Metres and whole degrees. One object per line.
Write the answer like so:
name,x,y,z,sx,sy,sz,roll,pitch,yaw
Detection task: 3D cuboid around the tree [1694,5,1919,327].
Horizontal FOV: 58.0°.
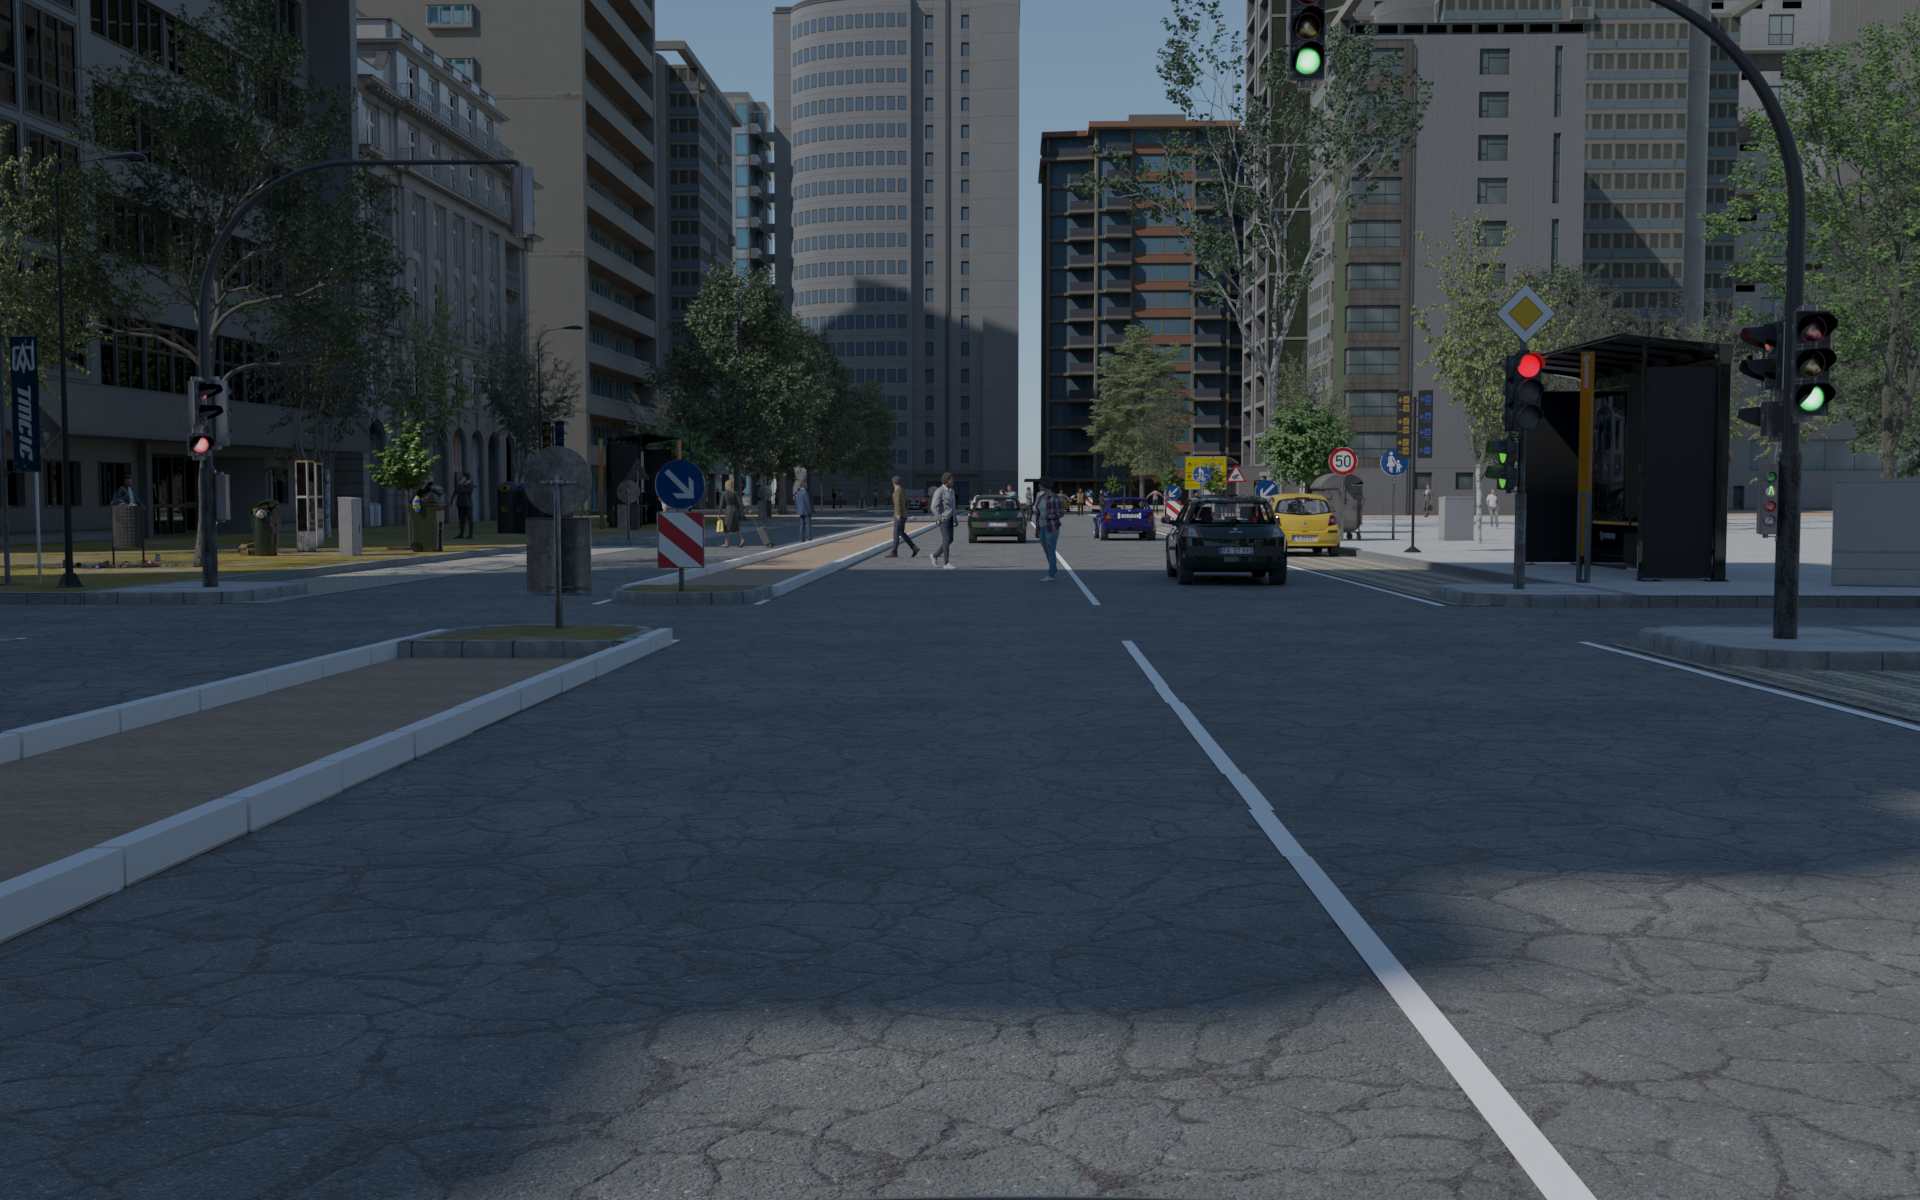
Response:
tree,19.651,-6.749,36.096,9.928,11.665,9.643,0,3,0

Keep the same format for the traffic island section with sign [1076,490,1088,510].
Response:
traffic island section with sign,11.222,-8.796,152.444,1.989,1.847,2.006,0,4,2

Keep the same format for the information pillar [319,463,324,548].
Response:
information pillar,-15.252,-2.227,40.910,0.304,2.012,0.304,1,4,9

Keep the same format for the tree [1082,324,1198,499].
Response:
tree,12.119,-12.125,116.378,7.486,12.596,7.792,0,3,0

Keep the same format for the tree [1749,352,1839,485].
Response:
tree,37.072,-7.798,77.862,4.737,8.622,4.395,0,3,0

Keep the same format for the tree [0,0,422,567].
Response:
tree,-13.039,-5.864,30.289,7.601,10.594,8.767,-1,4,-13

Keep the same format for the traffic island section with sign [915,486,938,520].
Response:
traffic island section with sign,-1.533,-5.526,98.481,2.006,1.907,1.989,0,4,2

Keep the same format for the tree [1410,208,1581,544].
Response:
tree,13.439,-5.750,44.372,4.737,8.622,4.395,0,3,0

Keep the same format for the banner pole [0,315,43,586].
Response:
banner pole,-13.199,-2.093,24.240,0.863,3.779,0.401,1,4,15

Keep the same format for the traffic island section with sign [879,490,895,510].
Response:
traffic island section with sign,-6.383,-8.829,152.989,1.989,1.847,2.006,0,4,2

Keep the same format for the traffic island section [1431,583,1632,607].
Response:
traffic island section,7.573,-0.068,23.395,2.009,0.180,2.903,0,4,2

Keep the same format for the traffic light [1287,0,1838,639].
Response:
traffic light,5.214,-2.480,15.218,4.771,5.953,1.251,0,4,2

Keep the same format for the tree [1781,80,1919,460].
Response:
tree,28.426,-8.705,48.986,9.857,13.997,8.962,0,3,0

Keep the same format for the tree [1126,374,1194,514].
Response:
tree,12.298,-9.488,105.497,4.360,8.622,3.978,0,3,0

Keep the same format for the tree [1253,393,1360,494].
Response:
tree,11.349,-4.470,56.804,4.285,4.588,4.351,0,3,0

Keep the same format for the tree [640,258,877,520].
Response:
tree,-10.787,-10.223,84.149,9.611,12.733,9.660,0,3,0

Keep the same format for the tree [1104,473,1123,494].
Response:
tree,14.124,-10.024,158.489,1.663,3.219,1.824,0,3,0

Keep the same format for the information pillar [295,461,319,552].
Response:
information pillar,-14.400,-2.057,38.123,0.304,2.012,0.304,1,4,11

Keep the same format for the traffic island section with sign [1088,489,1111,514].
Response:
traffic island section with sign,10.468,-7.148,125.499,1.989,1.847,2.006,0,4,2

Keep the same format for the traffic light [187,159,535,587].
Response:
traffic light,-8.228,-3.002,23.745,4.771,5.953,1.251,0,4,2

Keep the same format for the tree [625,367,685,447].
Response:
tree,-16.283,-8.899,95.867,4.360,8.622,3.978,0,3,0

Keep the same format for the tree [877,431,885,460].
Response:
tree,-10.835,-11.559,105.995,9.611,12.733,9.660,0,3,0

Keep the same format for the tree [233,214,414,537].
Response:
tree,-16.650,-5.759,44.524,4.360,8.622,3.978,0,3,0

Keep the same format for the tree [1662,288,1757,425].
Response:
tree,26.181,-6.782,61.245,4.360,8.622,3.978,0,3,0

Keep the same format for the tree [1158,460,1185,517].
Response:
tree,11.952,-6.263,97.005,1.663,3.219,1.824,0,3,0

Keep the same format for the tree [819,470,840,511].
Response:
tree,-10.169,-10.967,129.673,4.737,8.622,4.395,0,3,0

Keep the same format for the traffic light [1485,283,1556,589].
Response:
traffic light,7.533,-2.102,23.282,0.839,4.253,0.868,0,4,2

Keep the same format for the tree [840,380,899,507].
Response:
tree,-9.333,-15.515,171.789,7.486,12.596,7.792,0,3,0

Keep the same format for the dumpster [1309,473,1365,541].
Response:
dumpster,10.494,-2.593,48.162,1.264,1.857,1.865,0,4,2

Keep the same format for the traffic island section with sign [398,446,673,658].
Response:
traffic island section with sign,-3.866,-0.479,15.968,2.006,1.907,1.989,0,4,2

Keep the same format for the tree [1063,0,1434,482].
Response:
tree,10.756,-12.895,66.716,12.611,20.169,13.585,0,3,0

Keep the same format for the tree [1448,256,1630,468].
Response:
tree,28.661,-10.220,84.105,9.611,12.733,9.660,0,3,0

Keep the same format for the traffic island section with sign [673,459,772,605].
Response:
traffic island section with sign,-3.647,-0.932,23.372,2.006,1.907,1.989,0,4,2

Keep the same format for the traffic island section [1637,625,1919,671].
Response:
traffic island section,7.347,0.420,15.413,2.009,0.180,2.903,0,4,2

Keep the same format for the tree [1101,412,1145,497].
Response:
tree,13.791,-11.761,142.651,4.737,8.622,4.395,0,3,0

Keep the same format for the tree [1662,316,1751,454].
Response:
tree,30.144,-7.449,72.155,4.737,8.622,4.395,0,3,0

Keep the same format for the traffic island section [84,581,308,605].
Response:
traffic island section,-10.361,-0.099,23.905,2.009,0.180,2.903,0,4,2

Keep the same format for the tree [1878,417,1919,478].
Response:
tree,59.439,-7.743,89.505,20.602,7.101,11.467,0,4,8

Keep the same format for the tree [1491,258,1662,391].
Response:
tree,18.645,-6.307,53.489,4.360,8.622,3.978,0,3,0

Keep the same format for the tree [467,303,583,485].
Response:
tree,-17.066,-7.149,67.244,4.360,8.622,3.978,0,3,0

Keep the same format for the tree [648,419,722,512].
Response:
tree,-12.045,-5.607,75.395,4.285,4.588,4.351,0,3,0

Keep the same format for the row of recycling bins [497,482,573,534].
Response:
row of recycling bins,-13.799,-3.007,56.269,3.534,1.692,1.069,3,5,41

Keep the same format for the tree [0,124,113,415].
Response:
tree,-19.730,-5.196,35.314,4.737,8.622,4.395,0,3,0

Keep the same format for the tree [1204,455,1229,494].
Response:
tree,12.606,-5.569,85.658,1.663,3.219,1.824,0,3,0

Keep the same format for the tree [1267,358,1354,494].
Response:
tree,18.248,-8.625,91.385,4.737,8.622,4.395,0,3,0

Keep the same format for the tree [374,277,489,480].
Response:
tree,-18.238,-6.669,59.406,4.737,8.622,4.395,0,3,0

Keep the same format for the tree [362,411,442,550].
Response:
tree,-12.804,-2.791,40.227,1.663,3.219,1.824,0,3,0

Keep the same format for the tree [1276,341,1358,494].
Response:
tree,16.960,-8.183,84.147,4.360,8.622,3.978,0,3,0

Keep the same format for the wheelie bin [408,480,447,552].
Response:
wheelie bin,-11.787,-1.867,38.433,0.693,1.594,0.980,0,4,2
